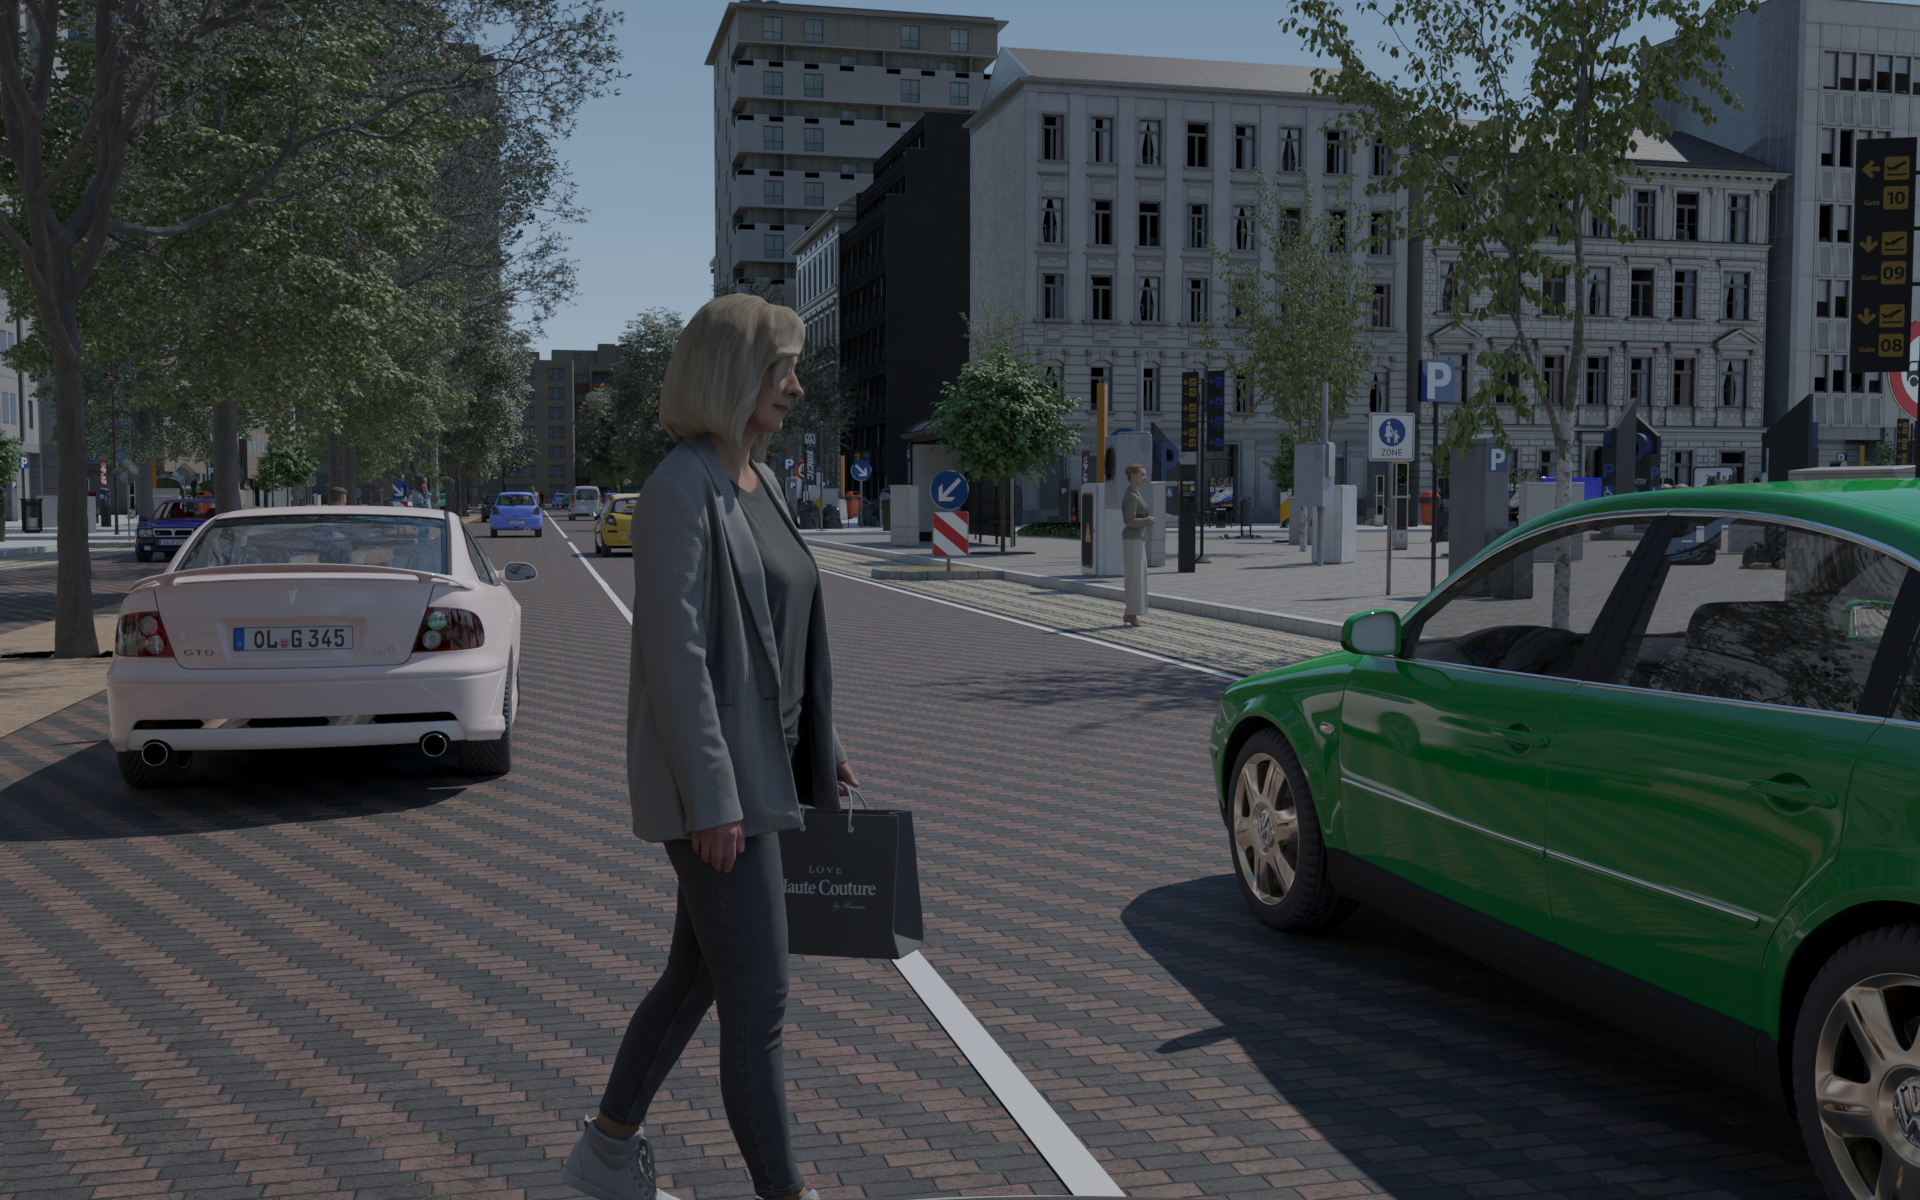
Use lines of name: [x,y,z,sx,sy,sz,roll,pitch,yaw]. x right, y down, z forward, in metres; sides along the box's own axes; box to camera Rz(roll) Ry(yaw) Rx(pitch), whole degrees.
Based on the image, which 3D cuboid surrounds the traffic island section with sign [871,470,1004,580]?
traffic island section with sign: [-0.460,-1.278,29.517,1.989,1.847,2.006,-1,4,-14]

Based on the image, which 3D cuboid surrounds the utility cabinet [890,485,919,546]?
utility cabinet: [-1.348,-2.065,42.444,0.318,1.500,1.173,-2,4,-23]

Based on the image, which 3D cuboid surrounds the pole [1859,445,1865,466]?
pole: [37.699,-4.809,72.468,0.158,3.312,0.155,0,3,0]

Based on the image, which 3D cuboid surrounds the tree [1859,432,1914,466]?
tree: [28.888,-3.637,54.069,1.663,3.219,1.824,0,3,0]

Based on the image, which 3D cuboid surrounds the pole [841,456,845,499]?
pole: [-6.236,-6.006,92.040,0.158,3.312,0.155,0,3,0]

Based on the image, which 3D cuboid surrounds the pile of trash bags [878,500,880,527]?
pile of trash bags: [-2.322,-3.624,69.007,3.447,1.369,1.912,-1,4,-13]

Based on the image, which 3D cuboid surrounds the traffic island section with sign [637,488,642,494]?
traffic island section with sign: [-20.175,-6.143,109.073,1.989,1.847,2.006,-1,4,-14]

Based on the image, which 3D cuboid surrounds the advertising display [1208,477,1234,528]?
advertising display: [9.854,-3.683,65.428,0.974,1.923,0.123,-1,4,-11]

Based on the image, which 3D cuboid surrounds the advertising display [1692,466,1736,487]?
advertising display: [17.434,-2.132,40.075,0.123,1.923,0.974,-3,5,-41]

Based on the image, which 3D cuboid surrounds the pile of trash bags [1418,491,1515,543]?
pile of trash bags: [13.436,-2.242,46.408,3.447,1.369,1.912,-3,5,-40]

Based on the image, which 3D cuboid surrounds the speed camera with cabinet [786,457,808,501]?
speed camera with cabinet: [-8.192,-5.947,91.567,2.038,3.252,0.660,2,4,23]

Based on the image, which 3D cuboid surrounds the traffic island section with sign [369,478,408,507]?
traffic island section with sign: [-18.157,-2.934,56.104,2.006,1.907,1.989,-1,4,-14]

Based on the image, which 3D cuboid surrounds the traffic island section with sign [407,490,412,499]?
traffic island section with sign: [-48.800,-8.894,154.046,1.989,1.847,2.006,-1,4,-14]

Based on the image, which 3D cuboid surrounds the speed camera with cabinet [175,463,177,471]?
speed camera with cabinet: [-43.448,-6.114,94.294,2.038,3.252,0.660,-1,4,-9]

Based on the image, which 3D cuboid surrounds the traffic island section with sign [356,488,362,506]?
traffic island section with sign: [-36.847,-5.944,105.815,1.989,1.847,2.006,-1,4,-14]

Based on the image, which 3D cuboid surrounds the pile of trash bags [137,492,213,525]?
pile of trash bags: [-30.823,-3.590,68.452,3.447,1.369,1.912,2,4,26]

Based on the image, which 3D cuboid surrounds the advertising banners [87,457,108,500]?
advertising banners: [-40.420,-5.161,80.572,0.090,3.025,2.074,1,4,20]

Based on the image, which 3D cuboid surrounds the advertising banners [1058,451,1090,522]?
advertising banners: [4.649,-4.545,70.499,0.090,3.025,2.074,-2,4,-33]

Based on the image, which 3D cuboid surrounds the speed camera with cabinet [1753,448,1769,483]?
speed camera with cabinet: [34.569,-4.963,75.477,0.660,3.252,2.038,0,4,-7]

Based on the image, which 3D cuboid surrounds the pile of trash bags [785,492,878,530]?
pile of trash bags: [-5.042,-3.315,63.956,3.447,1.369,1.912,-3,5,-44]

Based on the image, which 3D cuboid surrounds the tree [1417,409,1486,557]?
tree: [10.492,-2.498,35.441,1.663,3.219,1.824,0,3,0]

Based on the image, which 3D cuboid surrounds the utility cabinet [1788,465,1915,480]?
utility cabinet: [7.069,-0.310,13.751,0.318,1.500,1.173,-1,4,-12]

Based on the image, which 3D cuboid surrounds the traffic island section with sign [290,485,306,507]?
traffic island section with sign: [-30.258,-4.318,79.227,1.989,1.847,2.006,-1,4,-14]

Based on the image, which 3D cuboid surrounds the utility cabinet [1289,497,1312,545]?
utility cabinet: [8.834,-2.005,43.941,0.306,1.237,1.020,-3,5,-42]

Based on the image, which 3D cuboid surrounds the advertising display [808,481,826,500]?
advertising display: [-7.193,-5.015,87.214,0.974,1.923,0.123,1,4,18]

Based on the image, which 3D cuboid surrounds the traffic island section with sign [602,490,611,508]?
traffic island section with sign: [-32.249,-9.123,157.796,1.989,1.847,2.006,-1,4,-14]

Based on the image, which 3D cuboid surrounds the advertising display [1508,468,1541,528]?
advertising display: [14.072,-2.331,43.329,0.974,1.923,0.123,-1,4,-16]

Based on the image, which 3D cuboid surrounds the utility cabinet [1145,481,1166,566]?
utility cabinet: [3.215,-1.354,30.819,0.318,1.500,1.173,-2,4,-25]

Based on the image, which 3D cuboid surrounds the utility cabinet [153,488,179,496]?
utility cabinet: [-30.657,-3.543,66.607,1.173,1.500,0.318,-1,4,-20]

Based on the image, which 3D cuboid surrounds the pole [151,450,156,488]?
pole: [-33.064,-4.723,71.061,0.158,3.312,0.155,0,3,0]

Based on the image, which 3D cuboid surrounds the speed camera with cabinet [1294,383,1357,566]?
speed camera with cabinet: [6.657,-2.274,31.516,0.660,3.252,2.038,2,4,29]

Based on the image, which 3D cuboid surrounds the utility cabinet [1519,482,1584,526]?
utility cabinet: [11.280,-1.492,33.072,1.173,1.500,0.318,-1,4,-9]

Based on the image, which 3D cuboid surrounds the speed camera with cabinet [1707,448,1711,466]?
speed camera with cabinet: [32.244,-4.835,73.389,0.660,3.252,2.038,0,4,-5]

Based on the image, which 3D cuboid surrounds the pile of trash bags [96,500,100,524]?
pile of trash bags: [-38.059,-3.958,74.460,1.912,1.369,3.447,-2,4,-27]

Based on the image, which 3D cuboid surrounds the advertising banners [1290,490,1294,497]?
advertising banners: [12.296,-4.134,63.778,0.090,3.025,2.074,2,4,25]

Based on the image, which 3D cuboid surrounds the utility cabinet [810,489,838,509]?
utility cabinet: [-5.526,-3.768,70.279,1.173,1.500,0.318,-3,4,-39]

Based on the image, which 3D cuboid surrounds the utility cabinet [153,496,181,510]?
utility cabinet: [-29.922,-3.311,65.304,1.020,1.237,0.306,0,4,-1]

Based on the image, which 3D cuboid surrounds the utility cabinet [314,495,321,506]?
utility cabinet: [-45.168,-6.762,121.719,0.306,1.237,1.020,-1,4,-9]

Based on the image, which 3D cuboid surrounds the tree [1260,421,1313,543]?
tree: [8.831,-3.136,45.877,1.663,3.219,1.824,0,3,0]

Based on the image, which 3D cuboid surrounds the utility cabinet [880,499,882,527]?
utility cabinet: [-2.794,-3.429,67.234,0.306,1.237,1.020,1,4,19]

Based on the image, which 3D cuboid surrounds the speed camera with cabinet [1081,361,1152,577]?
speed camera with cabinet: [2.367,-1.966,26.484,0.660,3.252,2.038,-1,4,-10]

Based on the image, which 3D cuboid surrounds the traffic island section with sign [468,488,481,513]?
traffic island section with sign: [-36.247,-7.395,129.041,2.006,1.907,1.989,-1,4,-14]

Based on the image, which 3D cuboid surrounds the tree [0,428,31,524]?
tree: [-41.627,-5.531,74.139,4.285,4.588,4.351,0,3,0]

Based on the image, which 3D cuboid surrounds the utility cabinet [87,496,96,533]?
utility cabinet: [-28.759,-2.816,57.206,0.306,1.237,1.020,-2,4,-34]

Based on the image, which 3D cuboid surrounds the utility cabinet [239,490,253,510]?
utility cabinet: [-44.125,-5.983,106.501,1.173,1.500,0.318,-2,4,-35]

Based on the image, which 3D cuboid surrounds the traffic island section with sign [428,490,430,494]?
traffic island section with sign: [-55.296,-10.494,180.210,1.989,1.847,2.006,-1,4,-14]

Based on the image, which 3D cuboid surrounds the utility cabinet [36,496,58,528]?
utility cabinet: [-34.943,-3.393,66.636,1.020,1.237,0.306,-3,5,-43]
